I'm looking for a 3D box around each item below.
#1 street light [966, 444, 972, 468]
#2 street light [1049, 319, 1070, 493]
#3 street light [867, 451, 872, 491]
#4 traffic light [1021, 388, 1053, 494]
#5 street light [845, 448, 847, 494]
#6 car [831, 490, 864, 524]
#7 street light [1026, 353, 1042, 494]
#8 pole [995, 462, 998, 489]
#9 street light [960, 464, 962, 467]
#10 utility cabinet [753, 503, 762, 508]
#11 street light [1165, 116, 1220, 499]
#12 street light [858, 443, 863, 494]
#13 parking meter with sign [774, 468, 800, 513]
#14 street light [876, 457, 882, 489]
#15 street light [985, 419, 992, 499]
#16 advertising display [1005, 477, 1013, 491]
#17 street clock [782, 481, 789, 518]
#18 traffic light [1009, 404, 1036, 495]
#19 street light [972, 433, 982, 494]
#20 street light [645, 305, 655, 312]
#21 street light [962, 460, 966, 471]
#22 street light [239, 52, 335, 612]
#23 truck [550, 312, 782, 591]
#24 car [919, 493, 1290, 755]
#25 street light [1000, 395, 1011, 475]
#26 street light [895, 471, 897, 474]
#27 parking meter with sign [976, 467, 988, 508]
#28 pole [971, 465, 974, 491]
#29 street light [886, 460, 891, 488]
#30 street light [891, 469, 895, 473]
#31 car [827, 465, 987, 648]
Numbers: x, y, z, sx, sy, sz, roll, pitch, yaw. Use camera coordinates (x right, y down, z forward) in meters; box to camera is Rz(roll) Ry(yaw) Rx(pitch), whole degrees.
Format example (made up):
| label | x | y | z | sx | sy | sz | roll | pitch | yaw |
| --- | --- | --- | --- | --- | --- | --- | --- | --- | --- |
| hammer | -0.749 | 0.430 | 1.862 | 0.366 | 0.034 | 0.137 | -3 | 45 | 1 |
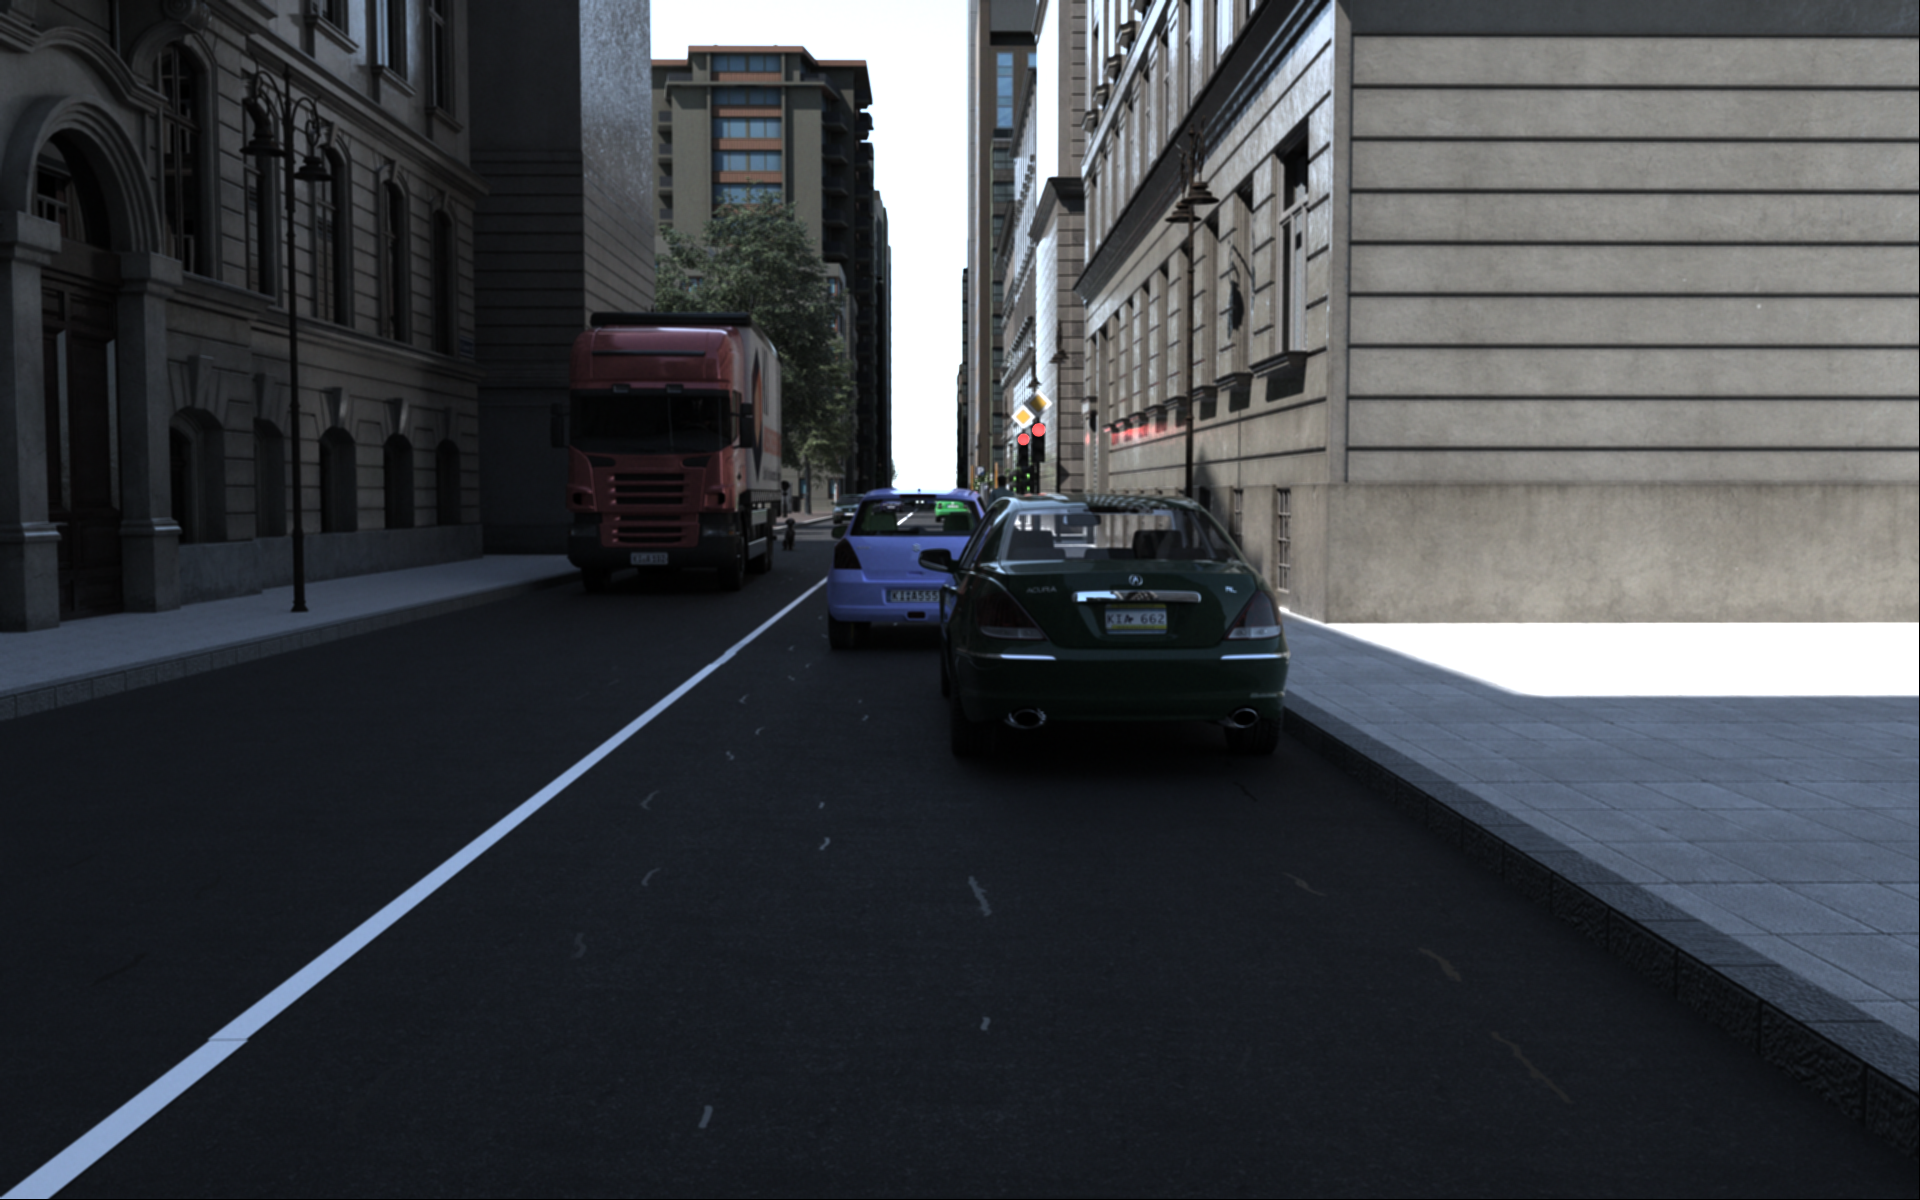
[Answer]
| label | x | y | z | sx | sy | sz | roll | pitch | yaw |
| --- | --- | --- | --- | --- | --- | --- | --- | --- | --- |
| street light | 1.019 | -11.277 | 157.174 | 0.468 | 5.910 | 1.993 | 0 | 4 | -1 |
| street light | 2.617 | -4.469 | 45.854 | 0.468 | 5.910 | 1.993 | 0 | 4 | -1 |
| street light | -9.300 | -12.586 | 178.560 | 0.468 | 5.910 | 1.993 | 0 | 4 | -1 |
| traffic light | 2.062 | -3.504 | 46.215 | 0.839 | 4.253 | 0.868 | 0 | 4 | -1 |
| street light | -8.623 | -9.668 | 130.851 | 0.468 | 5.910 | 1.993 | 0 | 4 | -1 |
| car | -5.186 | -4.522 | 83.717 | 2.009 | 1.686 | 4.222 | 0 | 4 | 0 |
| street light | 2.417 | -5.136 | 56.767 | 0.468 | 5.910 | 1.993 | 0 | 4 | -1 |
| pole | 2.349 | -7.207 | 111.673 | 0.158 | 3.312 | 0.155 | 0 | 3 | 0 |
| street light | 0.373 | -14.236 | 205.545 | 0.468 | 5.910 | 1.993 | 0 | 4 | -1 |
| utility cabinet | -8.316 | -3.612 | 67.728 | 1.173 | 1.500 | 0.318 | -1 | 4 | -9 |
| street light | 2.886 | -2.993 | 21.719 | 0.468 | 5.910 | 1.993 | 0 | 4 | -1 |
| street light | -8.921 | -11.122 | 154.624 | 0.468 | 5.910 | 1.993 | 0 | 4 | -1 |
| parking meter with sign | -11.512 | -7.261 | 114.977 | 1.738 | 3.016 | 0.543 | 0 | 4 | -4 |
| street light | -9.832 | -14.752 | 213.987 | 0.468 | 5.910 | 1.993 | 0 | 4 | -1 |
| street light | 1.735 | -8.068 | 104.706 | 0.468 | 5.910 | 1.993 | 0 | 4 | -1 |
| advertising display | 1.811 | -3.621 | 64.416 | 0.123 | 1.923 | 0.974 | -1 | 4 | -8 |
| street clock | -9.548 | -5.493 | 94.384 | 0.471 | 2.002 | 0.358 | 1 | 4 | 21 |
| traffic light | 1.956 | -3.993 | 54.200 | 0.839 | 4.253 | 0.868 | 0 | 4 | -1 |
| street light | 1.396 | -9.811 | 133.193 | 0.468 | 5.910 | 1.993 | 0 | 4 | -1 |
| street light | -7.515 | -4.264 | 42.506 | 0.468 | 5.910 | 1.993 | 0 | 4 | -1 |
| street light | 0.729 | -12.763 | 181.461 | 0.468 | 5.910 | 1.993 | 0 | 4 | -1 |
| street light | -7.211 | -2.810 | 18.733 | 0.468 | 5.910 | 1.993 | 0 | 4 | -1 |
| truck | -4.548 | -2.454 | 29.041 | 2.839 | 4.237 | 11.283 | 0 | 4 | -2 |
| car | 0.807 | 0.051 | 10.964 | 2.131 | 1.459 | 4.920 | 0 | 4 | -2 |
| street light | 2.123 | -6.590 | 80.541 | 0.468 | 5.910 | 1.993 | 0 | 4 | -1 |
| street light | -10.665 | -19.114 | 285.308 | 0.468 | 5.910 | 1.993 | 0 | 4 | -1 |
| parking meter with sign | 1.539 | -6.919 | 109.394 | 0.543 | 3.016 | 1.738 | -1 | 4 | -17 |
| pole | 0.874 | -7.920 | 123.338 | 0.158 | 3.312 | 0.155 | 0 | 3 | 0 |
| street light | -10.065 | -16.206 | 237.761 | 0.468 | 5.910 | 1.993 | 0 | 4 | -1 |
| street light | -10.391 | -17.660 | 261.534 | 0.468 | 5.910 | 1.993 | 0 | 4 | -1 |
| car | -0.358 | -0.477 | 17.387 | 1.945 | 1.707 | 3.694 | 0 | 4 | 1 |
